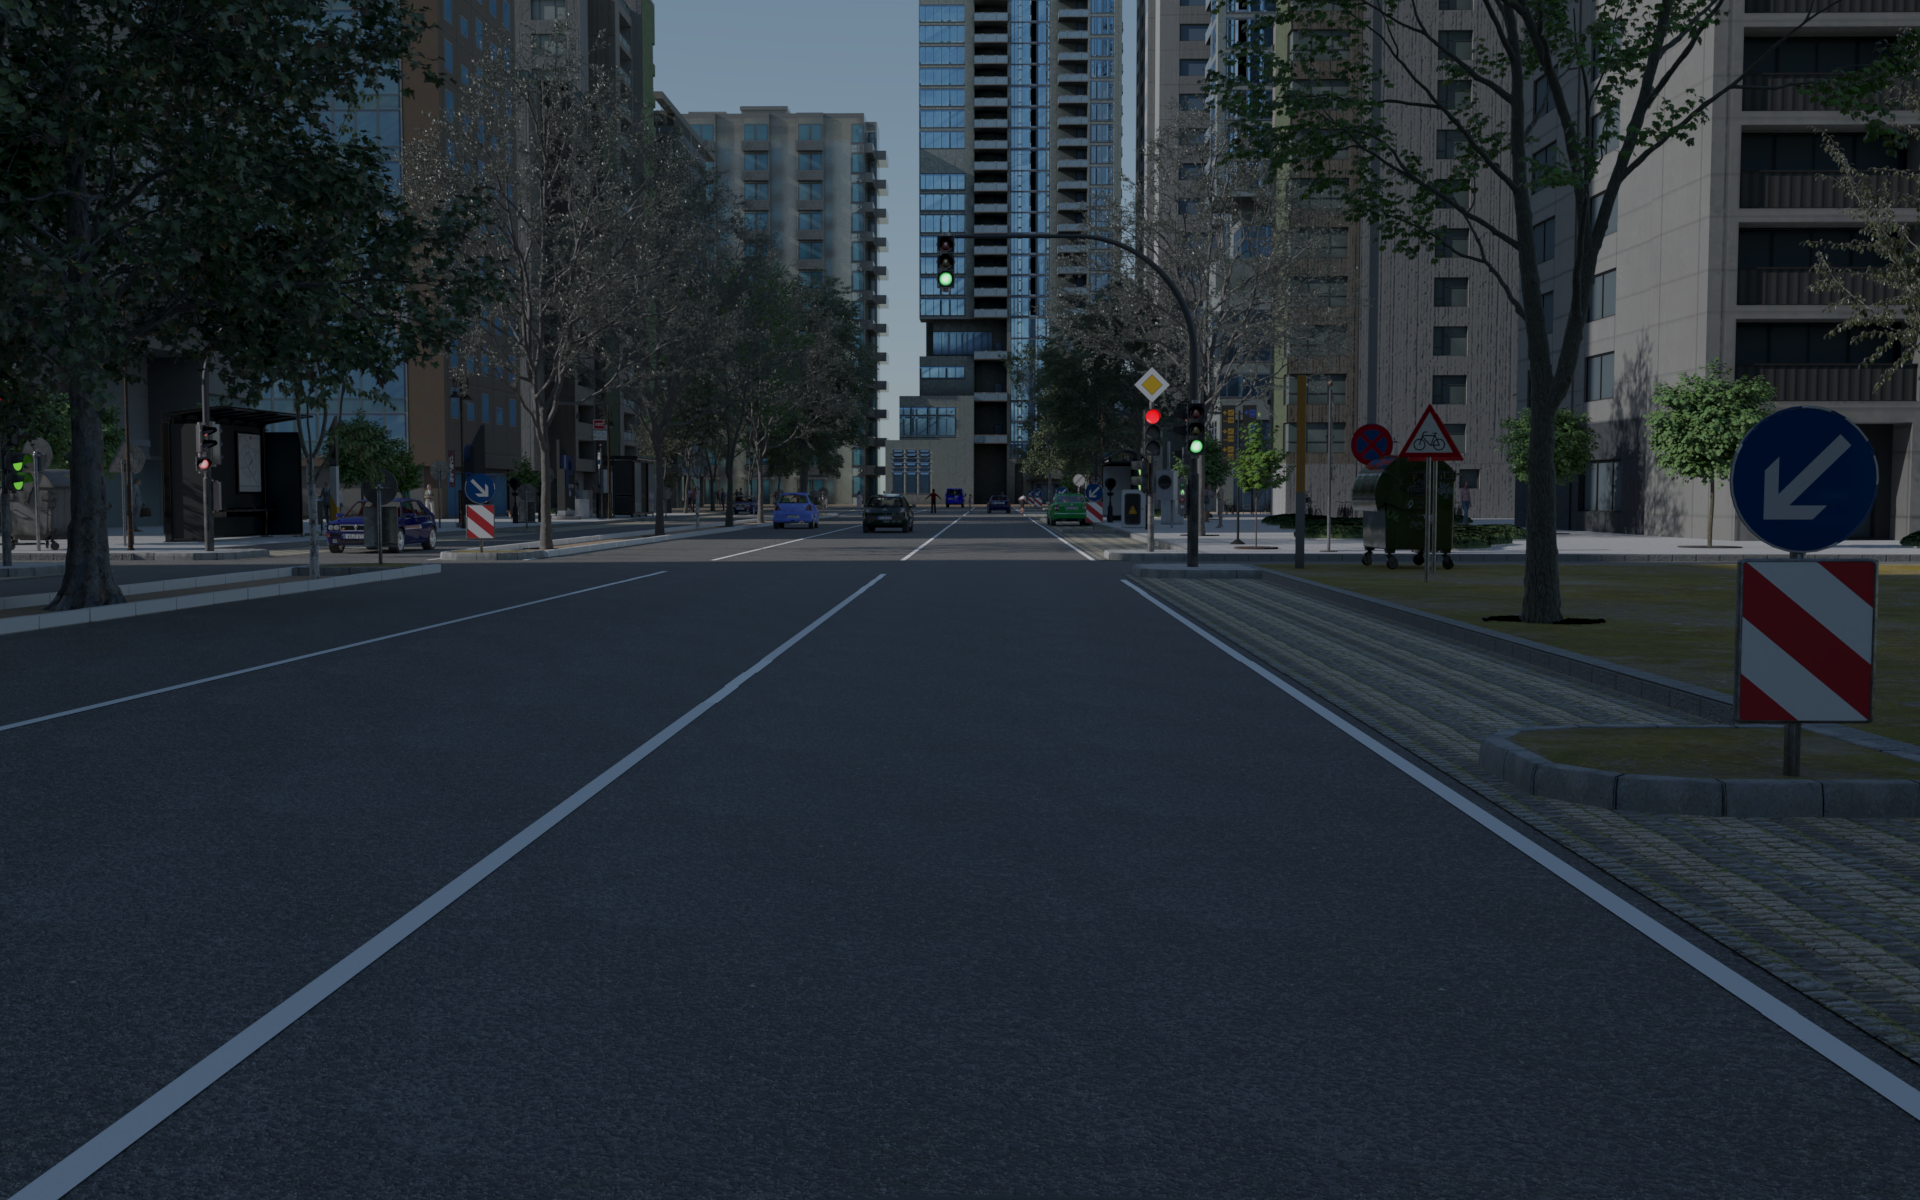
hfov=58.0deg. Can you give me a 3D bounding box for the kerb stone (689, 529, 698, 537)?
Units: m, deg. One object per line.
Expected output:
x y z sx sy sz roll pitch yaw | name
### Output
-9.047 -2.205 58.241 0.120 0.150 1.000 0 4 1 | kerb stone

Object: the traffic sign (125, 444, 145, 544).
-21.213 -2.705 44.325 0.768 2.556 0.104 1 4 10 | traffic sign

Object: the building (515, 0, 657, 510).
-32.013 -27.641 135.529 14.154 41.232 14.086 0 4 1 | building

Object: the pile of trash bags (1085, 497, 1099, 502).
8.722 -5.871 105.745 1.912 1.369 3.447 -2 4 -28 | pile of trash bags

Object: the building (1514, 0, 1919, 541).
31.610 -37.724 55.048 20.611 71.187 20.563 0 4 1 | building

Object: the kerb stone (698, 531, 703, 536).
-9.026 -2.265 59.267 0.120 0.150 1.000 0 4 1 | kerb stone

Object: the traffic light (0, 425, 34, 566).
-16.987 -2.561 30.790 0.839 4.253 0.868 0 4 1 | traffic light

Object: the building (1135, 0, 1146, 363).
32.596 -47.401 213.263 20.611 71.187 20.563 0 4 1 | building

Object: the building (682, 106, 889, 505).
-24.121 -36.512 216.573 30.456 49.044 23.786 0 4 1 | building

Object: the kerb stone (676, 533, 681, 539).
-9.106 -2.011 55.170 0.120 0.150 1.000 0 4 1 | kerb stone

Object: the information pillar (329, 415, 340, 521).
-18.665 -3.690 51.682 0.183 3.616 0.504 -3 5 -42 | information pillar

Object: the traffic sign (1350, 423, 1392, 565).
7.431 -1.911 31.345 0.768 2.556 0.104 0 4 3 | traffic sign

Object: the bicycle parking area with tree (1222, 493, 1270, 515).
20.890 -7.470 109.133 8.231 4.147 9.016 3 4 37 | bicycle parking area with tree

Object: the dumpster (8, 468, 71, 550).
-21.080 -2.096 40.029 1.264 1.857 1.865 0 4 1 | dumpster

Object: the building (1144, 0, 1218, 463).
28.189 -38.146 165.680 21.231 58.520 28.212 0 4 1 | building

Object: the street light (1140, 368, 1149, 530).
6.752 -5.477 62.334 0.468 5.910 1.993 0 4 1 | street light

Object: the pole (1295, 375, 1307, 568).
5.872 -2.202 29.838 0.158 3.312 0.155 0 3 0 | pole

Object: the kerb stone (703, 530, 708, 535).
-9.003 -2.325 60.290 0.120 0.150 1.000 0 4 1 | kerb stone

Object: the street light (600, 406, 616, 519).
-18.021 -7.098 88.835 0.468 5.910 1.993 0 4 1 | street light

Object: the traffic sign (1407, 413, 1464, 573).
7.656 -1.708 27.930 0.884 2.594 0.081 0 4 7 | traffic sign

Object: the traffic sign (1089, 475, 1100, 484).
8.479 -6.642 108.703 0.768 2.556 0.104 1 4 10 | traffic sign

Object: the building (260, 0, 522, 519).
-32.777 -27.123 93.566 14.600 45.320 14.200 0 4 1 | building

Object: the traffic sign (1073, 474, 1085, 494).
7.599 -6.753 110.521 0.768 2.556 0.104 1 4 10 | traffic sign

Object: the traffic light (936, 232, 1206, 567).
1.978 -3.403 30.305 4.771 5.953 1.251 0 4 1 | traffic light

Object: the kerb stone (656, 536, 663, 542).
-9.161 -1.829 52.098 0.120 0.150 1.000 0 4 1 | kerb stone

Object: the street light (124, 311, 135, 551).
-18.880 -4.065 39.252 0.468 5.910 1.993 0 4 1 | street light

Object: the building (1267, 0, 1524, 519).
24.193 -19.867 96.526 14.160 30.474 14.107 0 4 1 | building

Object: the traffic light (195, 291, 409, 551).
-14.742 -3.921 38.769 4.771 5.953 1.251 0 4 1 | traffic light

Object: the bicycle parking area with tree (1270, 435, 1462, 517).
20.443 -5.910 83.625 8.231 4.147 9.016 2 4 27 | bicycle parking area with tree

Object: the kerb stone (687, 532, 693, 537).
-9.066 -2.139 57.219 0.120 0.150 1.000 0 4 1 | kerb stone

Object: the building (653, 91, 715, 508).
-36.655 -28.930 164.890 23.993 40.220 32.217 0 4 1 | building

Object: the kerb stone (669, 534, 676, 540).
-9.121 -1.954 54.147 0.120 0.150 1.000 0 4 1 | kerb stone

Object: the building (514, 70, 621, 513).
-32.439 -21.412 121.793 14.160 30.474 14.107 0 4 1 | building

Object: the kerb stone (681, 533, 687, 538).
-9.085 -2.079 56.194 0.120 0.150 1.000 0 4 1 | kerb stone

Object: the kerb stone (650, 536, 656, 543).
-9.186 -1.760 51.070 0.120 0.150 1.000 0 4 1 | kerb stone

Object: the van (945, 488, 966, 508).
-0.510 -10.998 184.206 2.240 2.365 5.245 0 4 2 | van

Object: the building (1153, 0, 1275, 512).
27.709 -50.279 134.740 22.319 86.520 31.000 0 4 1 | building

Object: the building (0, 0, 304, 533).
-42.921 -28.948 62.541 28.713 52.752 27.495 0 4 1 | building

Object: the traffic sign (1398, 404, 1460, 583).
6.773 -1.533 25.066 0.884 2.594 0.081 0 4 3 | traffic sign

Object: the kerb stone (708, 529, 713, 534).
-8.986 -2.391 61.312 0.120 0.150 1.000 0 4 1 | kerb stone

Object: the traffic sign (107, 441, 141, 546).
-20.484 -2.594 42.420 0.884 2.594 0.081 0 4 8 | traffic sign

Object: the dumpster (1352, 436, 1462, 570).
7.780 -1.694 30.185 1.502 2.255 1.985 0 4 1 | dumpster

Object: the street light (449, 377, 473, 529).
-18.417 -5.581 64.043 0.468 5.910 1.993 0 4 1 | street light

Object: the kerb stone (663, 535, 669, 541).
-9.150 -1.892 53.122 0.120 0.150 1.000 0 4 1 | kerb stone

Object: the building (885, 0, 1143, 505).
6.820 -55.160 214.540 31.000 86.520 22.319 0 4 1 | building

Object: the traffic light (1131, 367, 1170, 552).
4.222 -3.026 38.391 0.839 4.253 0.868 0 4 1 | traffic light

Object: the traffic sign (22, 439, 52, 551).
-20.744 -2.374 38.925 0.768 2.556 0.104 1 4 11 | traffic sign

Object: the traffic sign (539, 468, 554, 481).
-19.371 -4.951 81.060 0.768 2.556 0.104 0 4 2 | traffic sign

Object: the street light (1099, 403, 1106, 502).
7.156 -6.998 87.208 0.468 5.910 1.993 0 4 1 | street light

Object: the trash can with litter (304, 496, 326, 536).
-19.669 -2.614 53.802 1.678 1.210 2.233 0 4 3 | trash can with litter

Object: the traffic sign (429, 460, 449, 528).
-19.448 -3.949 64.674 0.768 2.556 0.104 0 4 8 | traffic sign
